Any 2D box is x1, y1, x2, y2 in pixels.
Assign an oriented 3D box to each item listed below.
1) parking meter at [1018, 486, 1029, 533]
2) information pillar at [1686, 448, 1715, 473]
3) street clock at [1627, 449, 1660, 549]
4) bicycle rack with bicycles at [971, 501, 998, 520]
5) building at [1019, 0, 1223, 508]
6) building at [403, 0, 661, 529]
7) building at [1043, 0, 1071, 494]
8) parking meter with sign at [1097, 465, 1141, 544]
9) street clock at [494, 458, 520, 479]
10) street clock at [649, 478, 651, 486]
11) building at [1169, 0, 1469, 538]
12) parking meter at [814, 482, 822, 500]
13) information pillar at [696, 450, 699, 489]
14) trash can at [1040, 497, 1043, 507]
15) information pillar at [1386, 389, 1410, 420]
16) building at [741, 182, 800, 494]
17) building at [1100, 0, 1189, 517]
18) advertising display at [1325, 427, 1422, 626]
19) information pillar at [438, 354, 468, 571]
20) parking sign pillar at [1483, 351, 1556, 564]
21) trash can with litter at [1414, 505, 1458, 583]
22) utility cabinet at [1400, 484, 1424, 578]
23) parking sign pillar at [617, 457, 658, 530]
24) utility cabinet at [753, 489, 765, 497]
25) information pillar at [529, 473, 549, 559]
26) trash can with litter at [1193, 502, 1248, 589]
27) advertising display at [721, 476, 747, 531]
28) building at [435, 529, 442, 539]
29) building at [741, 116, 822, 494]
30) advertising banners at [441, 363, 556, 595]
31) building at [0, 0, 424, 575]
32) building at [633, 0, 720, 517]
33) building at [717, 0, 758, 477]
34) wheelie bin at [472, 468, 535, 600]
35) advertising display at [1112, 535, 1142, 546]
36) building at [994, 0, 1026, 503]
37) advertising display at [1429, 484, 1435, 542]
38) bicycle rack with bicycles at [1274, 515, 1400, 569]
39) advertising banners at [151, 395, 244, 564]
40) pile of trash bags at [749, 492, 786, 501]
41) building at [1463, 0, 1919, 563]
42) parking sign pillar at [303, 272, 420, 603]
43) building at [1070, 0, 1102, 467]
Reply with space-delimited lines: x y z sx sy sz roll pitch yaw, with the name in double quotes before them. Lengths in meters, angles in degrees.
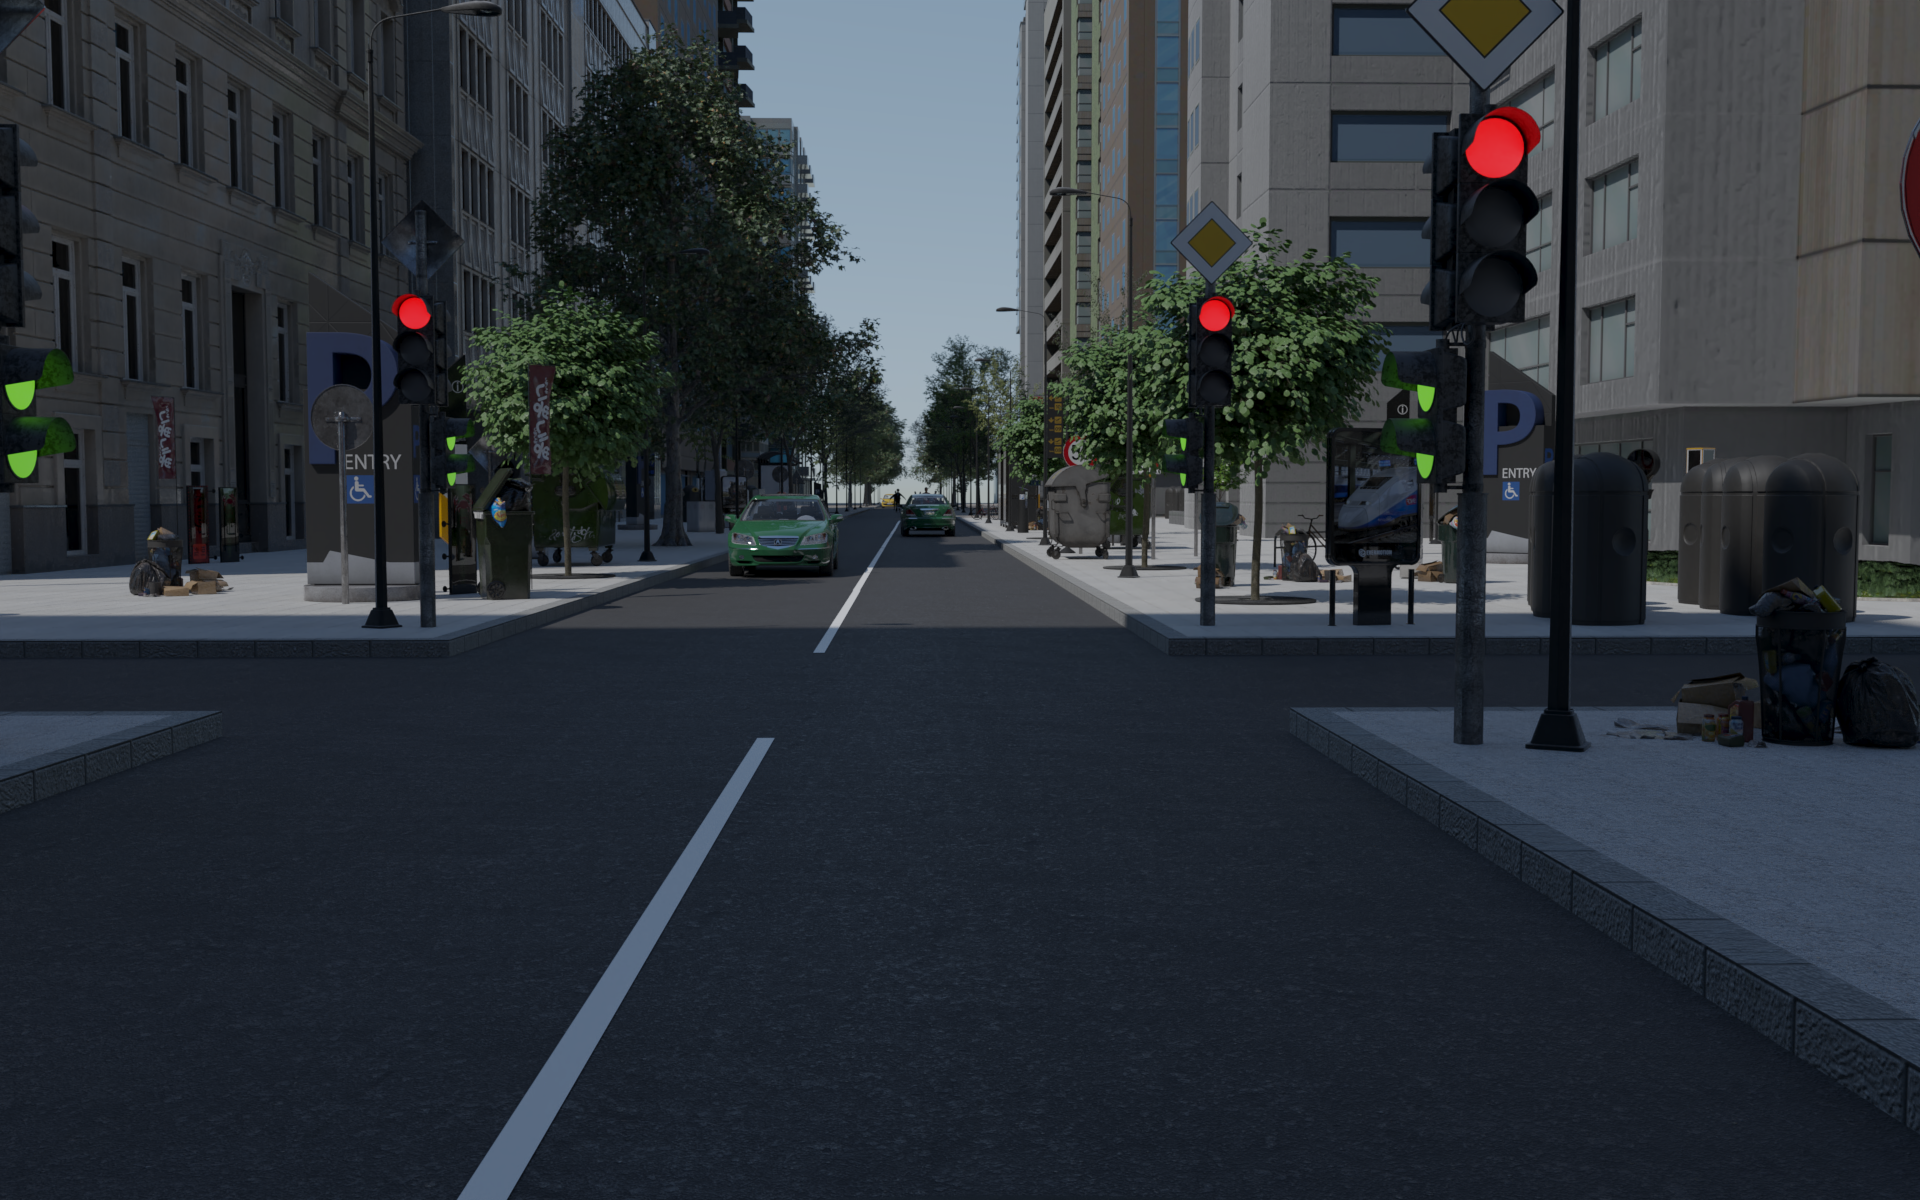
"parking meter" 2.083 -2.980 57.126 0.372 1.533 0.369 0 3 0
"information pillar" 11.814 -1.418 27.672 0.304 2.012 0.304 -2 4 -28
"street clock" 10.940 -1.420 27.785 0.471 2.002 0.358 3 5 44
"bicycle rack with bicycles" 2.252 -4.461 86.323 2.925 0.926 2.852 1 4 17
"building" 17.581 -40.565 205.241 21.231 58.520 28.212 0 4 -1
"building" -21.227 -15.948 78.770 12.078 24.808 19.932 0 4 -1
"building" 18.589 -32.136 149.125 21.300 48.544 21.600 0 4 -1
"parking meter with sign" 4.111 -2.994 45.214 0.543 3.016 1.738 -2 4 -32
"street clock" -9.168 -1.868 35.110 0.471 2.002 0.358 1 4 16
"street clock" -12.307 -3.852 67.552 0.471 2.002 0.358 1 4 13
"building" 18.972 -31.842 62.620 21.231 58.520 28.212 0 4 -1
"parking meter" -6.753 -4.687 82.344 0.399 1.863 0.255 0 4 1
"information pillar" -13.845 -6.122 91.444 0.183 3.616 0.504 -1 4 -17
"trash can" 3.598 -4.107 78.803 0.748 1.137 0.748 0 3 0
"information pillar" 9.282 -2.774 36.708 0.504 3.616 0.183 1 4 10
"building" -34.406 -30.721 194.166 32.217 40.220 23.993 0 4 -1
"building" 16.015 -27.695 102.924 14.600 45.320 14.200 0 4 -1
"advertising display" 4.036 -0.715 16.911 0.974 1.923 0.123 -1 4 -15
"information pillar" -8.448 -2.296 28.901 0.504 3.616 0.183 -3 5 -39
"parking sign pillar" 10.357 -2.675 32.207 1.447 3.967 1.447 -3 5 -42
"trash can with litter" 7.010 -0.838 25.092 0.624 1.170 1.055 -2 4 -32
"utility cabinet" 6.977 -1.101 26.687 0.318 1.500 1.173 1 4 17
"parking sign pillar" -11.647 -4.526 62.471 1.447 3.967 1.447 1 4 9
"utility cabinet" -8.862 -4.137 76.322 0.318 1.500 1.173 0 4 7
"information pillar" -8.305 -1.813 34.134 0.304 2.012 0.304 0 4 0
"trash can with litter" 3.570 -0.761 23.835 0.624 1.170 1.055 1 4 18
"advertising display" -7.940 -3.405 60.892 0.974 1.923 0.123 -2 4 -32
"building" -20.703 -14.731 58.882 12.078 24.808 19.932 0 4 -1
"building" -30.088 -36.844 222.009 23.786 49.044 30.456 0 4 -1
"advertising banners" -6.010 -1.625 22.751 0.090 3.025 2.074 2 4 30
"building" -20.846 -14.621 36.317 12.463 27.353 25.104 0 4 -1
"building" -23.372 -28.268 112.292 14.600 45.320 14.200 0 4 -1
"building" -27.591 -29.337 134.290 22.147 44.769 28.867 0 4 -1
"wheelie bin" -5.583 -0.816 21.252 0.693 1.594 0.980 -2 4 -26
"advertising display" 4.160 -2.307 42.939 0.974 1.923 0.123 -2 4 -26
"building" 16.453 -56.361 234.170 22.319 86.520 31.000 0 4 -1
"advertising display" 12.819 -2.558 47.038 0.123 1.923 0.974 1 4 17
"bicycle rack with bicycles" 6.965 -1.032 30.251 2.925 0.926 2.852 -3 5 -41
"advertising banners" -13.972 -2.176 31.763 0.090 3.025 2.074 1 4 21
"pile of trash bags" -7.497 -3.652 69.456 1.912 1.369 3.447 -1 4 -21
"building" 19.132 -21.425 33.889 14.086 41.232 14.154 0 4 -1
"parking sign pillar" -7.246 -1.992 21.038 1.447 3.967 1.447 0 4 -1
"building" 15.240 -27.392 131.449 14.154 41.232 14.086 0 4 -1
